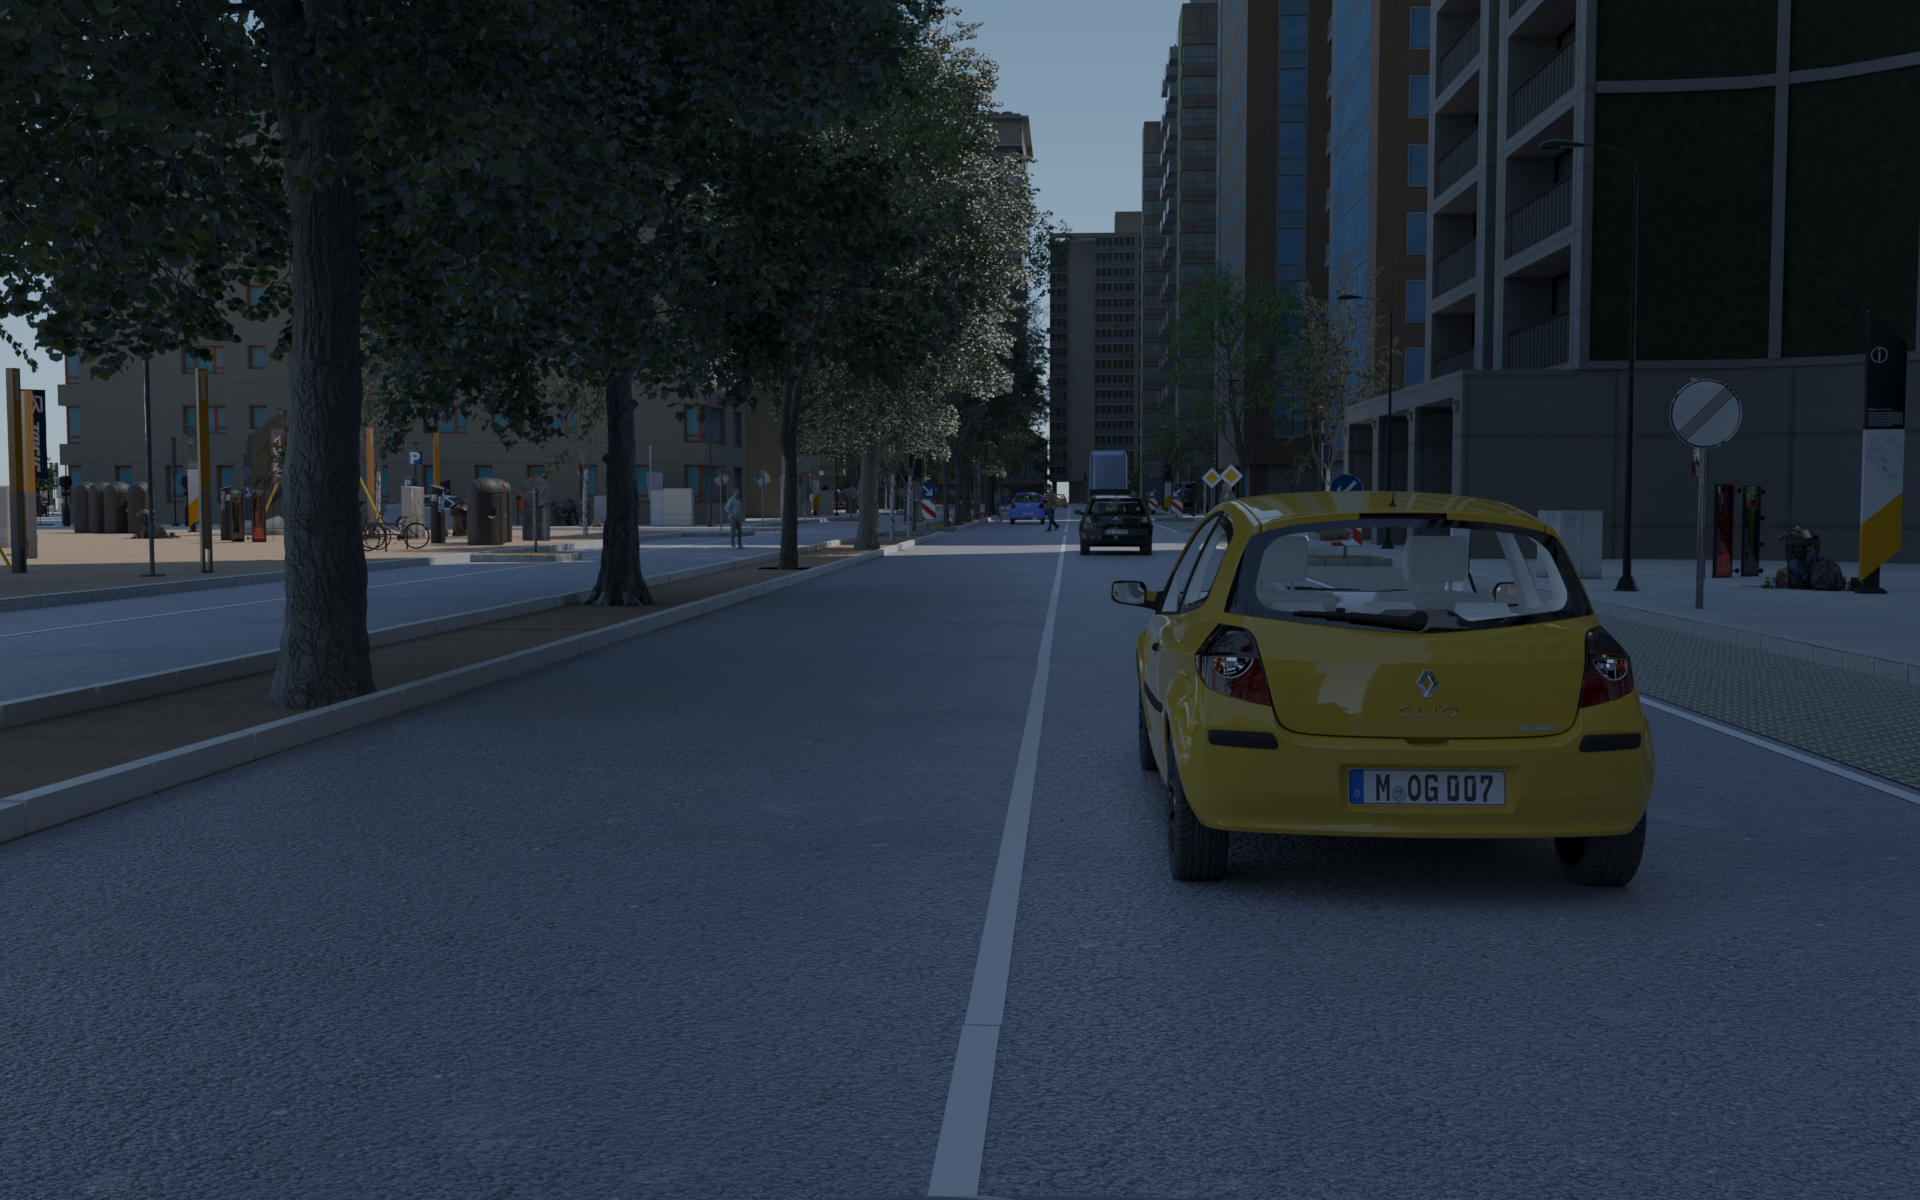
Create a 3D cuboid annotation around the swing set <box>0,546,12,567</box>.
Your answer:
[{"bbox_3d":[-17.458,-1.889,28.510,2.862,2.851,3.119,-1,4,-23],"label":"swing set"}]

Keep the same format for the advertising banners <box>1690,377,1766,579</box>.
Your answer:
[{"bbox_3d":[11.699,-1.851,26.447,2.074,3.025,0.090,-2,4,-35],"label":"advertising banners"}]

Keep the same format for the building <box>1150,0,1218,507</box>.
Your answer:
[{"bbox_3d":[31.148,-33.658,169.911,23.786,49.044,30.456,0,4,4],"label":"building"}]

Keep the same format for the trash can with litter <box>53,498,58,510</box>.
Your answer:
[{"bbox_3d":[-67.458,-7.199,129.083,1.055,1.170,0.624,-3,4,-37],"label":"trash can with litter"}]

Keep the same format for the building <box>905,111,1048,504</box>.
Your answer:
[{"bbox_3d":[-1.793,-39.740,238.991,27.495,52.752,28.713,0,4,4],"label":"building"}]

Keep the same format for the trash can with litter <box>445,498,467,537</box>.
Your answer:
[{"bbox_3d":[-15.362,-2.505,52.346,1.055,1.170,0.624,0,4,-4],"label":"trash can with litter"}]

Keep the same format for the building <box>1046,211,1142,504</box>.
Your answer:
[{"bbox_3d":[24.094,-33.569,240.740,23.993,40.220,32.217,0,4,4],"label":"building"}]

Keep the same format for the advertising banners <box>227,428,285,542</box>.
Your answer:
[{"bbox_3d":[-18.699,-3.051,46.074,2.074,3.025,0.090,2,4,23],"label":"advertising banners"}]

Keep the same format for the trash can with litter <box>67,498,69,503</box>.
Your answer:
[{"bbox_3d":[-48.811,-5.135,95.351,0.624,1.170,1.055,-1,4,-13],"label":"trash can with litter"}]

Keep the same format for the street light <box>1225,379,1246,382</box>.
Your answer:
[{"bbox_3d":[11.380,-5.952,69.849,1.470,5.913,1.316,0,4,4],"label":"street light"}]

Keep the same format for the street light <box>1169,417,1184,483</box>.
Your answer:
[{"bbox_3d":[13.541,-8.075,104.573,1.470,5.913,1.316,0,4,4],"label":"street light"}]

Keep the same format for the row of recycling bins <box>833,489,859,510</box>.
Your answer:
[{"bbox_3d":[-8.997,-8.131,140.048,3.534,1.692,1.069,3,5,41],"label":"row of recycling bins"}]

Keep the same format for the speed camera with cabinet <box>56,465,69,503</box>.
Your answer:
[{"bbox_3d":[-45.939,-5.865,90.230,0.660,3.252,2.038,3,4,38],"label":"speed camera with cabinet"}]

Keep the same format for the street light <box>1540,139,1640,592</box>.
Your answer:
[{"bbox_3d":[8.293,-3.075,22.812,1.470,5.913,1.316,0,4,4],"label":"street light"}]

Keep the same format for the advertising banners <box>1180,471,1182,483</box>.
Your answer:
[{"bbox_3d":[16.645,-8.144,129.350,0.090,3.025,2.074,1,4,21],"label":"advertising banners"}]

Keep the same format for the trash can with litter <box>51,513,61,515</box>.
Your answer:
[{"bbox_3d":[-54.654,-5.789,105.704,2.233,1.210,1.678,0,4,-7],"label":"trash can with litter"}]

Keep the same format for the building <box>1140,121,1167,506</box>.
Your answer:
[{"bbox_3d":[27.128,-31.137,192.685,14.154,41.232,14.086,0,4,4],"label":"building"}]

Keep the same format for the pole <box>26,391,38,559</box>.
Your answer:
[{"bbox_3d":[-18.409,-2.472,34.254,0.158,3.312,0.155,0,3,0],"label":"pole"}]

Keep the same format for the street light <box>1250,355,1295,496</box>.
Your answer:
[{"bbox_3d":[10.557,-5.213,57.775,1.470,5.913,1.316,0,4,4],"label":"street light"}]

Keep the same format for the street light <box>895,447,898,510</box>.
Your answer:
[{"bbox_3d":[-4.486,-10.072,137.223,1.470,5.913,1.316,0,4,4],"label":"street light"}]

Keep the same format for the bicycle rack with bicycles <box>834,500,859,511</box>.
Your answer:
[{"bbox_3d":[-8.217,-7.248,131.882,2.852,0.926,2.925,3,4,38],"label":"bicycle rack with bicycles"}]

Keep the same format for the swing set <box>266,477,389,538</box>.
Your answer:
[{"bbox_3d":[-18.329,-3.194,49.845,2.862,2.851,3.119,0,4,2],"label":"swing set"}]

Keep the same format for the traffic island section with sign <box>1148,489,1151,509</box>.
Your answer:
[{"bbox_3d":[12.980,-6.683,117.891,1.989,1.847,2.006,0,4,4],"label":"traffic island section with sign"}]

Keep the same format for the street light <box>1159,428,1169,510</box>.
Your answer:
[{"bbox_3d":[14.665,-9.137,121.932,1.470,5.913,1.316,0,4,4],"label":"street light"}]

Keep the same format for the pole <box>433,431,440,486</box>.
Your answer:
[{"bbox_3d":[-16.786,-3.774,55.552,0.158,3.312,0.155,0,3,0],"label":"pole"}]

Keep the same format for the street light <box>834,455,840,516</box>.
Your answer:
[{"bbox_3d":[-6.758,-7.938,102.322,1.470,5.913,1.316,0,4,4],"label":"street light"}]

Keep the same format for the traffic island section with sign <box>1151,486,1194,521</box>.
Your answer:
[{"bbox_3d":[11.240,-5.038,90.992,1.989,1.847,2.006,0,4,4],"label":"traffic island section with sign"}]

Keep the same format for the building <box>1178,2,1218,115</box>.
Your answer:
[{"bbox_3d":[25.483,-28.412,148.135,14.154,41.232,14.086,0,4,4],"label":"building"}]

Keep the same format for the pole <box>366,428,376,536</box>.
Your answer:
[{"bbox_3d":[-18.148,-3.639,53.340,0.158,3.312,0.155,0,3,0],"label":"pole"}]

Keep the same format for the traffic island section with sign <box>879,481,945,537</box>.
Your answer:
[{"bbox_3d":[-1.668,-3.107,58.931,2.006,1.907,1.989,0,4,4],"label":"traffic island section with sign"}]

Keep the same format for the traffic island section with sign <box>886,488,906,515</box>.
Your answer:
[{"bbox_3d":[-3.981,-6.729,118.654,1.989,1.847,2.006,0,4,4],"label":"traffic island section with sign"}]

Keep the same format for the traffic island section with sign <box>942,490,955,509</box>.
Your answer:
[{"bbox_3d":[-0.717,-9.802,168.895,1.989,1.847,2.006,0,4,4],"label":"traffic island section with sign"}]

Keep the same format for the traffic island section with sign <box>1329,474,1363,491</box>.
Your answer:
[{"bbox_3d":[7.604,-1.621,35.128,1.989,1.847,2.006,0,4,4],"label":"traffic island section with sign"}]

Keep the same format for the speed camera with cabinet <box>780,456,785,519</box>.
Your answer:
[{"bbox_3d":[-8.867,-5.751,88.364,0.660,3.252,2.038,0,4,-5],"label":"speed camera with cabinet"}]

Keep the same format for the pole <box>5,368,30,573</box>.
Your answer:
[{"bbox_3d":[-15.299,-2.093,28.072,0.158,3.312,0.155,0,3,0],"label":"pole"}]

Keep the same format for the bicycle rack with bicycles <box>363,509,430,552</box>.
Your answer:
[{"bbox_3d":[-13.804,-1.585,39.301,2.925,0.926,2.852,0,4,-2],"label":"bicycle rack with bicycles"}]

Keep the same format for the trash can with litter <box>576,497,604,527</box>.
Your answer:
[{"bbox_3d":[-14.359,-3.419,67.284,1.055,1.170,0.624,1,4,9],"label":"trash can with litter"}]

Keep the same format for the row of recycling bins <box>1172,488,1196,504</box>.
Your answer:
[{"bbox_3d":[15.419,-6.832,118.815,1.069,1.692,3.534,0,4,-8],"label":"row of recycling bins"}]

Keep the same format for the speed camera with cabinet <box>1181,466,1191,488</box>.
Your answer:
[{"bbox_3d":[16.063,-7.934,124.060,0.660,3.252,2.038,0,4,-3],"label":"speed camera with cabinet"}]

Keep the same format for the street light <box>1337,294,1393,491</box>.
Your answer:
[{"bbox_3d":[9.476,-4.151,40.413,1.470,5.913,1.316,0,4,4],"label":"street light"}]

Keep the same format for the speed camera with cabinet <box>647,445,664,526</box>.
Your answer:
[{"bbox_3d":[-12.212,-4.622,69.908,0.660,3.252,2.038,-1,4,-16],"label":"speed camera with cabinet"}]

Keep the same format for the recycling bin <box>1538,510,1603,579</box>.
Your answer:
[{"bbox_3d":[9.314,-0.851,26.467,0.722,1.027,0.722,-1,4,-10],"label":"recycling bin"}]

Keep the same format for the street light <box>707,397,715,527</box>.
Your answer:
[{"bbox_3d":[-9.111,-5.773,66.936,1.470,5.913,1.316,0,4,4],"label":"street light"}]

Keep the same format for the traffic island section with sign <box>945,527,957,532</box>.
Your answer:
[{"bbox_3d":[-1.178,-3.559,66.322,2.006,1.907,1.989,0,4,4],"label":"traffic island section with sign"}]

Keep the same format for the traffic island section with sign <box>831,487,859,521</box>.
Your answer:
[{"bbox_3d":[-5.739,-5.076,91.617,1.989,1.847,2.006,0,4,4],"label":"traffic island section with sign"}]

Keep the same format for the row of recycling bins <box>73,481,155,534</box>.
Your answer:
[{"bbox_3d":[-27.809,-3.044,56.879,3.534,1.692,1.069,2,4,29],"label":"row of recycling bins"}]

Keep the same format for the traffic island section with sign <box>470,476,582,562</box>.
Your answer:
[{"bbox_3d":[-9.262,-1.753,37.291,1.989,1.847,2.006,0,4,4],"label":"traffic island section with sign"}]

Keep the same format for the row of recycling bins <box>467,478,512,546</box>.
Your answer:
[{"bbox_3d":[-12.174,-2.300,44.723,1.069,1.692,3.534,-1,4,-10],"label":"row of recycling bins"}]

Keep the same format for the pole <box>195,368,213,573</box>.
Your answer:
[{"bbox_3d":[-12.277,-2.097,28.131,0.158,3.312,0.155,0,3,0],"label":"pole"}]

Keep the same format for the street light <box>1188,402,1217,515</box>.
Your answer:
[{"bbox_3d":[12.364,-7.014,87.217,1.470,5.913,1.316,0,4,4],"label":"street light"}]
